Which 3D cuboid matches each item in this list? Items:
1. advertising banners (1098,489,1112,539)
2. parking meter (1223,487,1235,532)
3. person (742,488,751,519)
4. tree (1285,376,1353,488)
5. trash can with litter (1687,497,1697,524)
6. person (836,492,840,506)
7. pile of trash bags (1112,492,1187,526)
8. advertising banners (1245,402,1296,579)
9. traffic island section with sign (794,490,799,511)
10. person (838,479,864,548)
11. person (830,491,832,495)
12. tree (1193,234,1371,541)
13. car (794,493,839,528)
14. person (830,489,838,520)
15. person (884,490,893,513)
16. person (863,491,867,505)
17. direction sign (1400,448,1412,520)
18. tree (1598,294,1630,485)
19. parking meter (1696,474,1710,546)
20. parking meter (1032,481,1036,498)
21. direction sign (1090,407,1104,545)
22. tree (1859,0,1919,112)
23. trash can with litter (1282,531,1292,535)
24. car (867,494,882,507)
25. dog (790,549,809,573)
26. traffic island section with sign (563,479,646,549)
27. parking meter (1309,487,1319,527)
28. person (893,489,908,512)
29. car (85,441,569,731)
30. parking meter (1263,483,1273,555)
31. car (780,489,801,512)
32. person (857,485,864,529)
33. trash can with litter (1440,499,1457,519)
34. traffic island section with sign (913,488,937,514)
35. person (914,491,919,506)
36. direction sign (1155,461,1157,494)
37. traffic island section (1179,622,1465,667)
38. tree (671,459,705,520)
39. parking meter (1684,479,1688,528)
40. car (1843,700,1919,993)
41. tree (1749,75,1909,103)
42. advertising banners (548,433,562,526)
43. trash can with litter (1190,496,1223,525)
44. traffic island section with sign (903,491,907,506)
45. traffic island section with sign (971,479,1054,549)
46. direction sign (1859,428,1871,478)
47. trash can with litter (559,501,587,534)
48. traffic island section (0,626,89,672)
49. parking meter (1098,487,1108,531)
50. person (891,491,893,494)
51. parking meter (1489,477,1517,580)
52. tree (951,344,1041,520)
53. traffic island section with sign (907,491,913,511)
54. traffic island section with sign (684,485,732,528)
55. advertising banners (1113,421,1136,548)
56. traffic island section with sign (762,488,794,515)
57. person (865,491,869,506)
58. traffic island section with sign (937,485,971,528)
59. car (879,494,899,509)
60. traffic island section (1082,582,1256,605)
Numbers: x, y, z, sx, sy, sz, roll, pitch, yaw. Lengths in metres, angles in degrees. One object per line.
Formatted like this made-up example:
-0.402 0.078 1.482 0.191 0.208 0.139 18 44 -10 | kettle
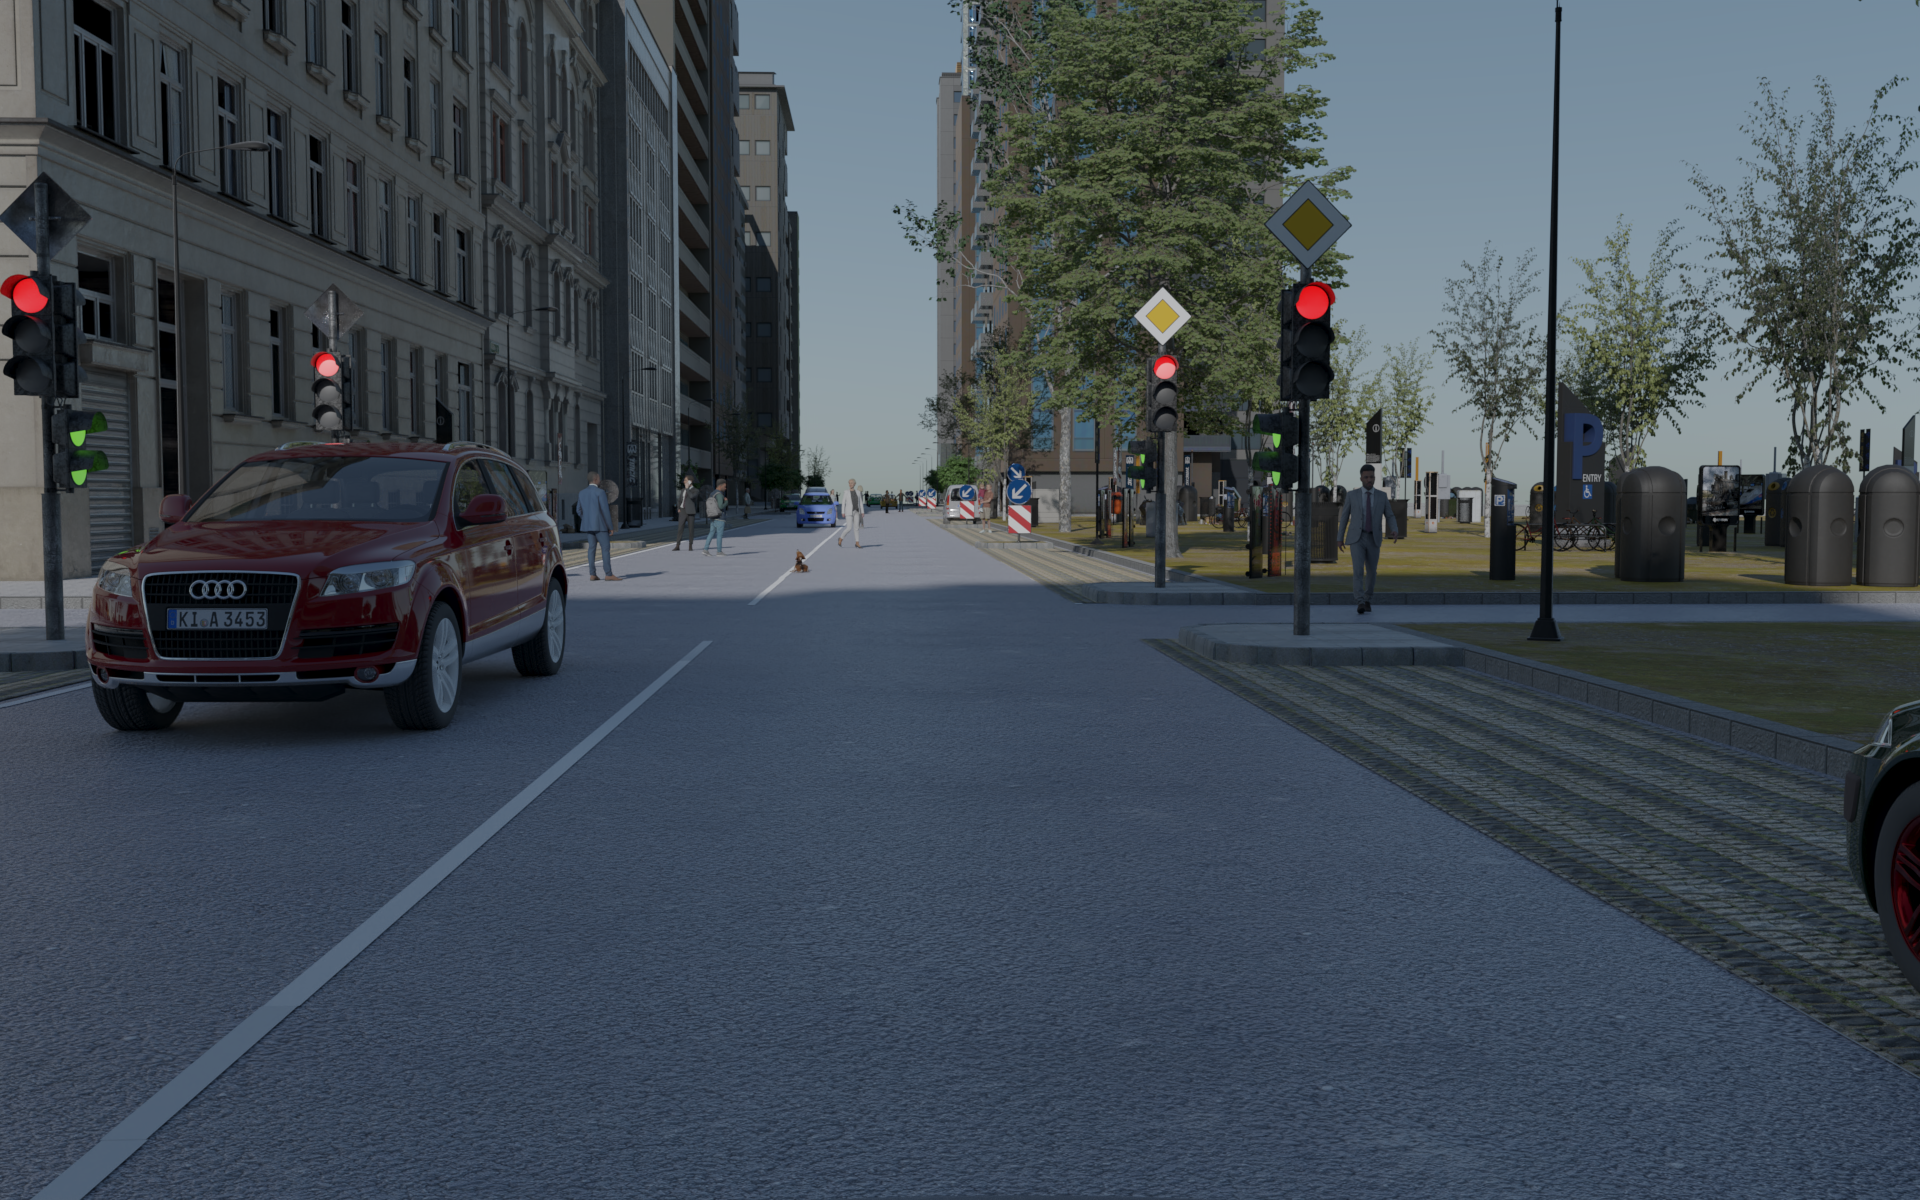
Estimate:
4.346 -3.329 50.612 0.090 3.025 2.074 1 4 20 | advertising banners
9.128 -3.083 58.811 0.372 1.533 0.369 0 3 0 | parking meter
-11.966 -5.387 97.070 0.515 1.767 0.782 0 4 -3 | person
19.862 -8.877 95.505 4.360 8.622 3.978 0 3 0 | tree
31.205 -3.822 73.871 0.624 1.170 1.055 3 5 39 | trash can with litter
-14.886 -12.397 211.993 0.742 1.727 0.445 1 4 23 | person
7.739 -3.772 71.429 3.447 1.369 1.912 2 4 26 | pile of trash bags
4.890 -1.880 26.920 0.090 3.025 2.074 2 4 32 | advertising banners
-14.165 -8.595 149.161 1.989 1.847 2.006 0 4 -3 | traffic island section with sign
-2.888 -2.289 45.803 0.818 1.842 0.514 3 5 41 | person
-14.470 -11.358 194.290 0.705 1.812 1.348 1 4 14 | person
8.142 -5.905 46.905 4.737 8.622 4.395 0 3 0 | tree
-6.196 -3.990 74.833 1.945 1.707 3.694 0 4 -4 | car
-6.952 -5.210 94.693 0.512 1.701 0.522 -1 4 -22 | person
-5.341 -7.309 128.721 0.721 1.735 1.217 -2 4 -30 | person
-12.096 -13.115 222.915 1.348 1.826 0.705 -2 4 -34 | person
21.774 -5.667 84.658 0.876 3.537 0.379 -3 4 -38 | direction sign
23.839 -6.809 61.692 4.360 8.622 3.978 0 3 0 | tree
18.293 -2.249 42.475 0.399 1.863 0.255 0 4 0 | parking meter
3.205 -4.394 77.556 0.399 1.863 0.255 0 4 -2 | parking meter
3.485 -3.178 43.955 0.379 3.537 0.876 1 4 11 | direction sign
6.539 -3.636 9.810 4.737 8.622 4.395 0 3 0 | tree
9.809 -2.633 54.107 1.678 1.210 2.233 1 4 14 | trash can with litter
-9.249 -11.121 190.625 1.959 1.807 4.718 0 4 -4 | car
-3.001 -0.709 31.781 0.550 0.427 0.748 2 4 26 | dog
-9.427 -2.294 46.134 1.989 1.847 2.006 0 4 -3 | traffic island section with sign
13.602 -3.558 66.580 0.372 1.533 0.369 0 3 0 | parking meter
-4.715 -7.919 138.003 1.348 1.821 0.705 2 4 26 | person
-4.169 -0.215 12.194 2.281 1.827 5.304 0 4 -1 | car
6.596 -1.739 36.848 0.372 1.533 0.369 0 3 0 | parking meter
-13.371 -7.876 137.569 1.959 1.807 4.718 0 4 -2 | car
-4.248 -3.882 72.148 0.526 1.800 0.537 1 4 21 | person
25.458 -4.821 89.887 2.233 1.210 1.678 2 4 30 | trash can with litter
-2.164 -7.032 123.596 1.989 1.847 2.006 0 4 -3 | traffic island section with sign
-5.098 -11.896 202.863 0.599 1.838 0.709 3 5 39 | person
10.442 -6.115 91.980 0.379 3.537 0.876 0 4 -2 | direction sign
3.134 0.397 15.783 2.009 0.180 2.903 0 4 -3 | traffic island section
-13.478 -5.658 87.110 1.663 3.219 1.824 0 3 0 | tree
27.603 -3.706 66.297 0.255 1.863 0.399 -3 5 -43 | parking meter
3.602 0.377 3.618 2.009 1.686 4.222 0 4 -2 | car
14.645 -4.856 29.763 4.360 8.622 3.978 0 3 0 | tree
-11.444 -3.218 48.794 0.090 3.025 2.074 0 4 1 | advertising banners
10.697 -3.797 73.139 1.678 1.210 2.233 -1 4 -14 | trash can with litter
-5.954 -12.081 206.154 1.989 1.847 2.006 0 4 -3 | traffic island section with sign
1.410 -2.290 46.076 1.989 1.847 2.006 0 4 -3 | traffic island section with sign
31.442 -4.174 60.246 0.379 3.537 0.876 0 4 7 | direction sign
-12.527 -2.764 56.575 0.624 1.170 1.055 3 4 38 | trash can with litter
-7.996 0.428 15.277 2.009 0.180 2.903 0 4 -3 | traffic island section
4.915 -3.135 59.663 0.372 1.533 0.369 0 3 0 | parking meter
-9.463 -14.255 241.576 0.705 1.824 1.348 -1 4 -20 | person
8.106 -1.066 25.843 0.372 1.533 0.369 0 3 0 | parking meter
1.962 -8.176 84.048 4.737 8.622 4.395 0 3 0 | tree
-3.406 -8.685 150.621 1.989 1.847 2.006 0 4 -3 | traffic island section with sign
-10.654 -3.941 73.062 1.989 1.847 2.006 0 4 -3 | traffic island section with sign
3.951 -2.762 41.339 0.090 3.025 2.074 1 4 17 | advertising banners
-12.900 -6.912 121.639 1.989 1.847 2.006 0 4 -3 | traffic island section with sign
-10.755 -11.837 202.172 0.705 1.807 1.348 -2 4 -30 | person
0.149 -3.959 73.361 1.989 1.847 2.006 0 4 -3 | traffic island section with sign
-6.901 -9.676 168.418 2.015 1.641 3.980 0 4 -3 | car
2.767 -0.090 23.759 2.009 0.180 2.903 0 4 -3 | traffic island section
